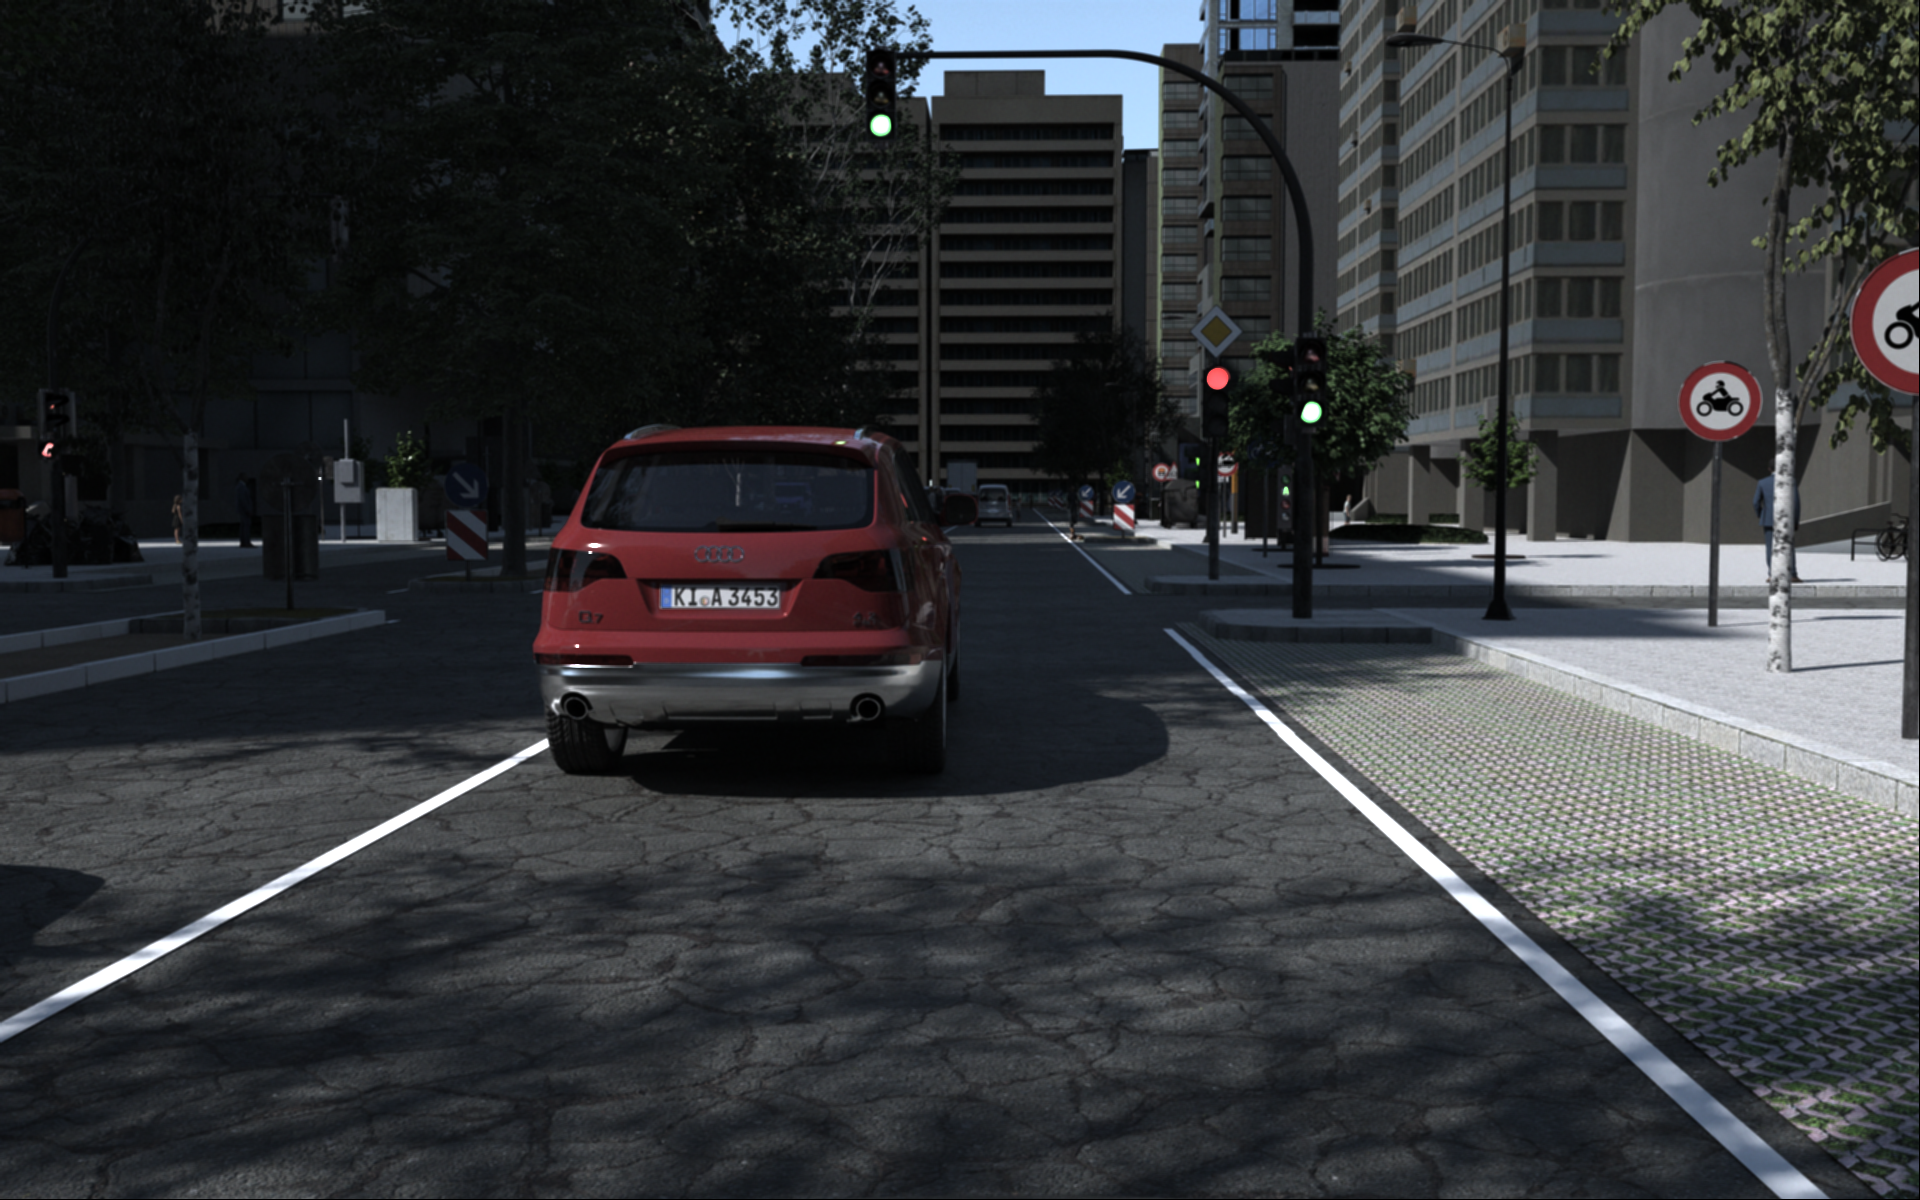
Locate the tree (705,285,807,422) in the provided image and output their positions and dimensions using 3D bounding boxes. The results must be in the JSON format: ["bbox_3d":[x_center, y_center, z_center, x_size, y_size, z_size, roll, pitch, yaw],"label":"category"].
[{"bbox_3d":[-6.371,-5.932,49.800,4.360,8.622,3.978,0,3,0],"label":"tree"}]

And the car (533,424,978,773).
[{"bbox_3d":[-1.039,-0.108,10.445,2.281,1.827,5.304,0,4,1],"label":"car"}]

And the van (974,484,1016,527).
[{"bbox_3d":[1.484,-4.257,76.617,2.013,2.044,4.112,0,4,2],"label":"van"}]

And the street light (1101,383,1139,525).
[{"bbox_3d":[6.789,-6.123,72.658,1.470,5.913,1.316,0,4,2],"label":"street light"}]

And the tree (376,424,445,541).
[{"bbox_3d":[-15.029,-3.253,47.788,1.663,3.219,1.824,0,3,0],"label":"tree"}]

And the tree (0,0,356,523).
[{"bbox_3d":[-16.381,-7.049,33.376,7.486,12.596,7.792,0,3,0],"label":"tree"}]

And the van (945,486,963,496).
[{"bbox_3d":[-0.517,-6.878,119.471,2.013,2.044,4.112,0,4,1],"label":"van"}]

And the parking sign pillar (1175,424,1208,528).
[{"bbox_3d":[9.006,-4.772,66.498,1.447,3.967,1.447,0,4,0],"label":"parking sign pillar"}]

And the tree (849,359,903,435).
[{"bbox_3d":[-4.954,-8.302,88.556,4.360,8.622,3.978,0,3,0],"label":"tree"}]

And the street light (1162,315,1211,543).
[{"bbox_3d":[5.949,-4.439,45.118,1.470,5.913,1.316,0,4,2],"label":"street light"}]

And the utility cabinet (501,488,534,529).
[{"bbox_3d":[-16.092,-3.322,62.995,1.173,1.500,0.318,1,4,17],"label":"utility cabinet"}]

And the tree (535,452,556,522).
[{"bbox_3d":[-18.479,-5.131,78.487,1.663,3.219,1.824,0,3,0],"label":"tree"}]

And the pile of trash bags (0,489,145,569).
[{"bbox_3d":[-16.319,-1.314,31.233,1.912,1.369,3.447,0,4,0],"label":"pile of trash bags"}]

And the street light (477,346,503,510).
[{"bbox_3d":[-14.433,-4.975,53.884,1.470,5.913,1.316,0,4,2],"label":"street light"}]

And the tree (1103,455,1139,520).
[{"bbox_3d":[7.943,-5.640,86.819,1.663,3.219,1.824,0,3,0],"label":"tree"}]

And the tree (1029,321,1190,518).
[{"bbox_3d":[8.205,-9.684,92.747,8.767,10.594,7.601,-1,4,-16],"label":"tree"}]

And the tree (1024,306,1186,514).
[{"bbox_3d":[9.298,-12.438,113.727,12.009,13.543,11.850,0,3,0],"label":"tree"}]

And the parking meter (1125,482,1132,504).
[{"bbox_3d":[7.269,-4.259,75.337,0.399,1.863,0.255,-2,4,-27],"label":"parking meter"}]

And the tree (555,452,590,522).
[{"bbox_3d":[-15.441,-4.694,71.343,1.663,3.219,1.824,0,3,0],"label":"tree"}]

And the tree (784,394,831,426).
[{"bbox_3d":[-12.876,-11.952,113.550,7.486,12.596,7.792,0,3,0],"label":"tree"}]

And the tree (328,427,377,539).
[{"bbox_3d":[-17.451,-3.397,50.144,1.663,3.219,1.824,0,3,0],"label":"tree"}]

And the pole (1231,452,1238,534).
[{"bbox_3d":[8.889,-3.802,56.011,0.158,3.312,0.155,0,3,0],"label":"pole"}]

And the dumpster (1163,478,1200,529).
[{"bbox_3d":[8.165,-3.553,63.855,1.264,1.857,1.865,0,4,2],"label":"dumpster"}]

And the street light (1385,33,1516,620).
[{"bbox_3d":[4.989,-2.757,17.614,1.470,5.913,1.316,0,4,2],"label":"street light"}]

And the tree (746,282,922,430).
[{"bbox_3d":[-5.670,-8.127,69.754,8.767,10.594,7.601,0,4,2],"label":"tree"}]

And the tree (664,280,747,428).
[{"bbox_3d":[-14.007,-11.895,101.145,9.857,13.997,8.962,0,3,0],"label":"tree"}]

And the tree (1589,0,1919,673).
[{"bbox_3d":[6.115,-3.777,12.114,4.737,8.622,4.395,0,3,0],"label":"tree"}]

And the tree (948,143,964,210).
[{"bbox_3d":[-6.536,-13.537,79.682,12.611,20.169,13.585,0,3,0],"label":"tree"}]

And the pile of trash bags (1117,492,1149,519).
[{"bbox_3d":[9.122,-4.914,90.100,1.912,1.369,3.447,1,4,13],"label":"pile of trash bags"}]

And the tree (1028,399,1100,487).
[{"bbox_3d":[10.650,-14.700,166.099,9.928,11.665,9.643,0,3,0],"label":"tree"}]

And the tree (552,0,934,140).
[{"bbox_3d":[-7.534,-12.215,58.060,12.611,20.169,13.585,0,3,0],"label":"tree"}]

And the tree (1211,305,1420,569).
[{"bbox_3d":[6.284,-2.851,30.321,4.285,4.588,4.351,0,3,0],"label":"tree"}]

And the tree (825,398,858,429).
[{"bbox_3d":[-11.952,-15.067,172.096,9.928,11.665,9.643,0,3,0],"label":"tree"}]

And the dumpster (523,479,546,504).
[{"bbox_3d":[-16.214,-3.582,64.328,1.264,1.857,1.865,0,4,2],"label":"dumpster"}]

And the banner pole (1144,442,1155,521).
[{"bbox_3d":[9.025,-5.681,82.909,0.401,3.779,0.863,3,4,38],"label":"banner pole"}]

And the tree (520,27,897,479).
[{"bbox_3d":[-6.502,-7.531,42.604,9.611,12.733,9.660,0,3,0],"label":"tree"}]

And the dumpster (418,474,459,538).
[{"bbox_3d":[-15.625,-2.773,51.096,1.264,1.857,1.865,0,4,2],"label":"dumpster"}]

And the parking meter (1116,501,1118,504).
[{"bbox_3d":[9.144,-5.552,99.189,0.372,1.533,0.369,0,3,0],"label":"parking meter"}]

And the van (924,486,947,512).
[{"bbox_3d":[-1.445,-5.435,95.865,2.013,2.044,4.112,0,4,2],"label":"van"}]

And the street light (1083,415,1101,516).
[{"bbox_3d":[7.747,-7.851,100.902,1.470,5.913,1.316,0,4,2],"label":"street light"}]

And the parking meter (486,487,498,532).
[{"bbox_3d":[-15.954,-3.099,59.082,0.372,1.533,0.369,0,3,0],"label":"parking meter"}]

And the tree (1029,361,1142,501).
[{"bbox_3d":[10.354,-13.894,144.171,9.611,12.733,9.660,0,3,0],"label":"tree"}]

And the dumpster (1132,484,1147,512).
[{"bbox_3d":[10.015,-5.688,98.750,1.264,1.857,1.865,0,4,2],"label":"dumpster"}]
